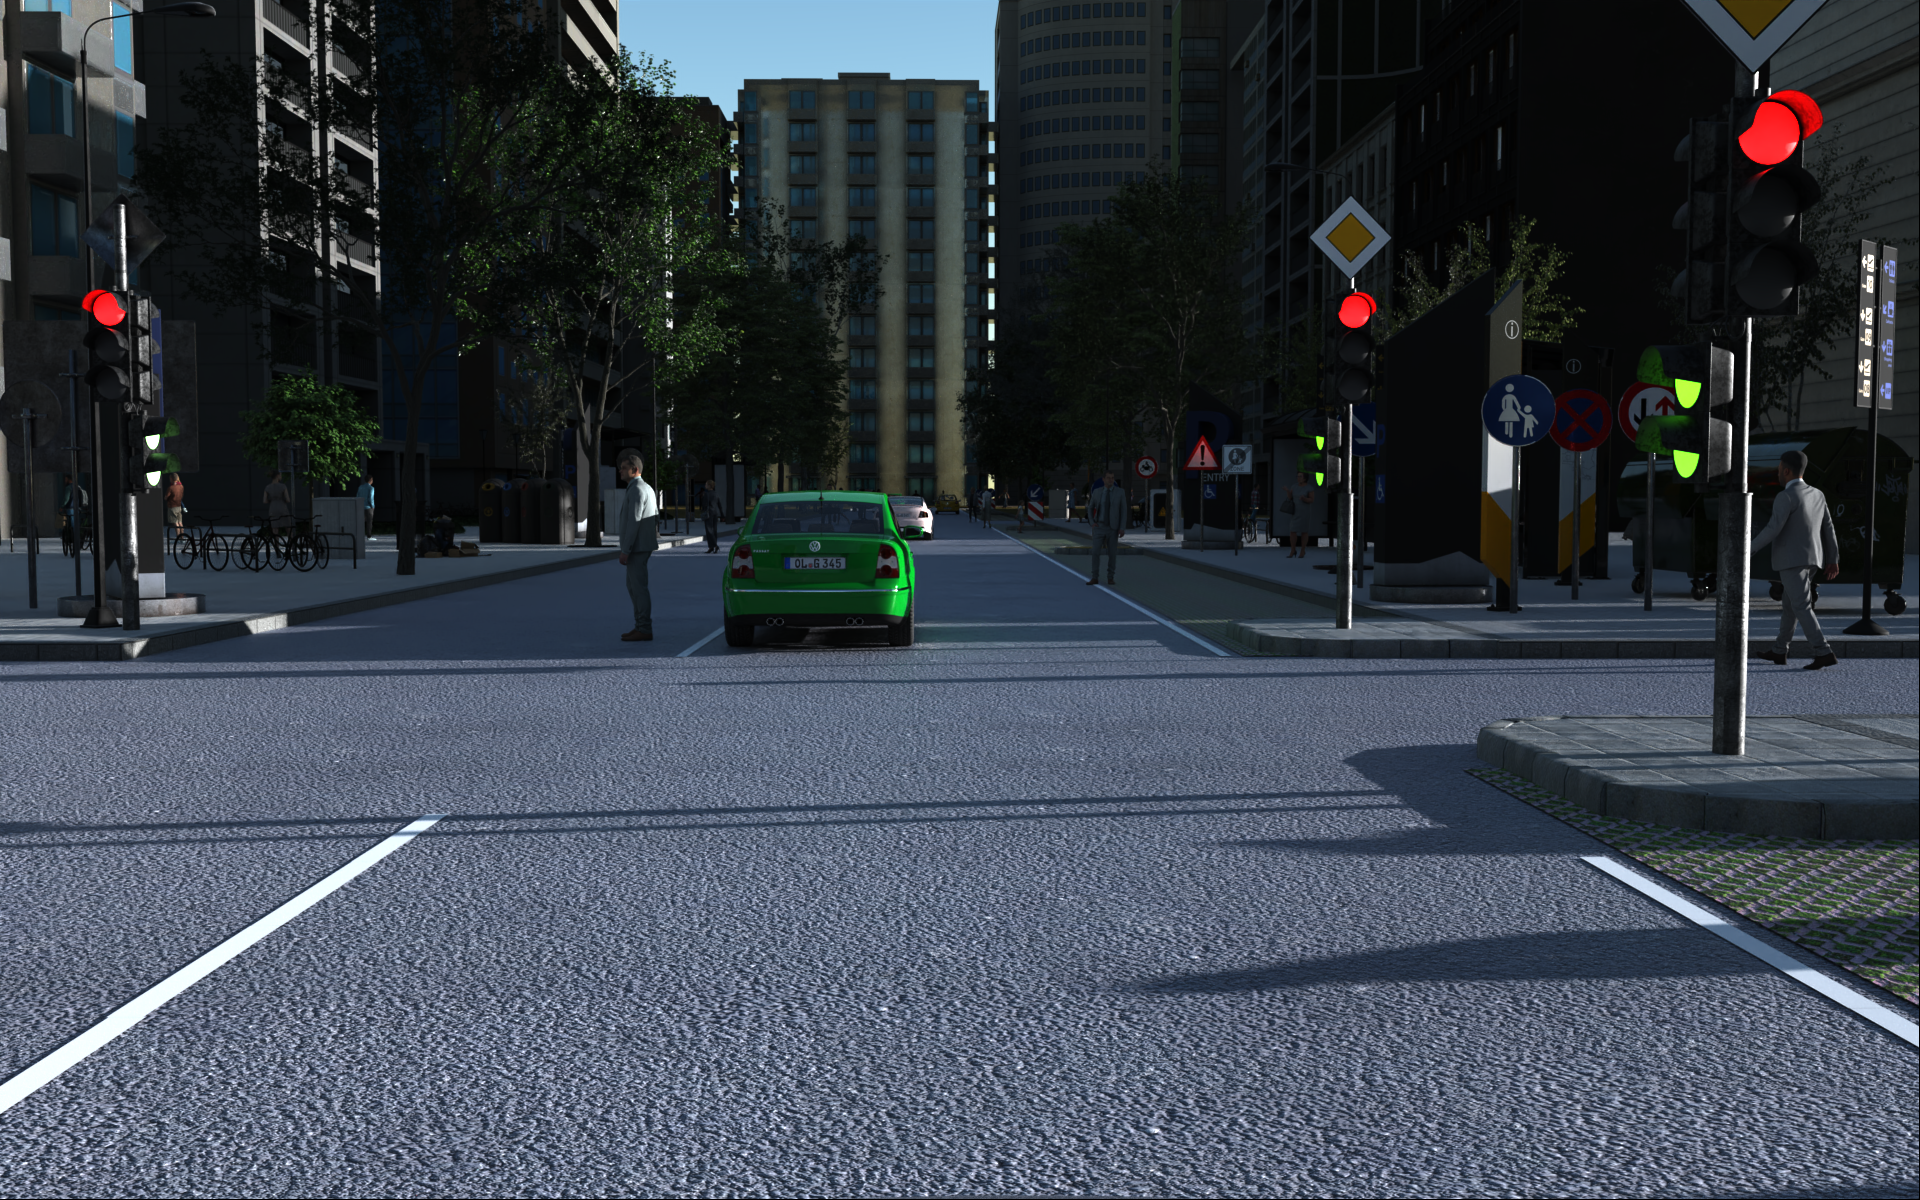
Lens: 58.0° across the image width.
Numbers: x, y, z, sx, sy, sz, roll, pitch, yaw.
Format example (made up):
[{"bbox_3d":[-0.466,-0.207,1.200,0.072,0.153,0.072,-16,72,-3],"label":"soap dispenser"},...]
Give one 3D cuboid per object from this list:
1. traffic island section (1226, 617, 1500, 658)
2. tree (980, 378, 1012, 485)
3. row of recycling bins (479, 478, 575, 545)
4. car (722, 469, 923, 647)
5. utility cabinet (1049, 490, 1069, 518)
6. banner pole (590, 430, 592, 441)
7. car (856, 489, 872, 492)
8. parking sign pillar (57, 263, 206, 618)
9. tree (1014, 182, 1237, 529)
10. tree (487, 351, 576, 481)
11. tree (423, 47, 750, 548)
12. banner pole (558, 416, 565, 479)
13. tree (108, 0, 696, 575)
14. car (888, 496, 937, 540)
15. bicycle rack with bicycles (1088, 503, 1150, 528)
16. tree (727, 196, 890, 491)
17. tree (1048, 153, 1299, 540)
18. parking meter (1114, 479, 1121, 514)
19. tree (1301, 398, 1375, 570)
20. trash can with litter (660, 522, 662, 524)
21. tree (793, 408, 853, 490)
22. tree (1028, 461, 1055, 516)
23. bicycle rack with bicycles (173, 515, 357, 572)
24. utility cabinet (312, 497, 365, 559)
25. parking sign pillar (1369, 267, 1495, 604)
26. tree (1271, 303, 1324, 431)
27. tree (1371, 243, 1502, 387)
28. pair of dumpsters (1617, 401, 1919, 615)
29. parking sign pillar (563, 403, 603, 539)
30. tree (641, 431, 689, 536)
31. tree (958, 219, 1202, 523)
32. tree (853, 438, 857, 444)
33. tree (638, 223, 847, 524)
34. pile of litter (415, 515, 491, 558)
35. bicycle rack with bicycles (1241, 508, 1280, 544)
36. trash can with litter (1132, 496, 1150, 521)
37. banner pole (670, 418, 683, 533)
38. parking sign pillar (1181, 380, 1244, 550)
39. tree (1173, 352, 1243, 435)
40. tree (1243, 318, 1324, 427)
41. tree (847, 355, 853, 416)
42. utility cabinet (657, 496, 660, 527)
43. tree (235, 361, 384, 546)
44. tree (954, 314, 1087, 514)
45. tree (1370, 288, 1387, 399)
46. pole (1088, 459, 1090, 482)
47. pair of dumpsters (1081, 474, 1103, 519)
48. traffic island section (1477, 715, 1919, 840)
[{"bbox_3d":[3.691,0.350,16.562,2.009,0.180,2.903,0,4,-1],"label":"traffic island section"},{"bbox_3d":[5.021,-13.423,137.586,7.486,12.596,7.792,0,3,0],"label":"tree"},{"bbox_3d":[-11.302,-2.327,45.163,3.534,1.692,1.069,3,5,40],"label":"row of recycling bins"},{"bbox_3d":[-1.352,-0.542,17.665,1.959,1.807,4.718,0,4,-1],"label":"car"},{"bbox_3d":[5.185,-5.018,90.719,0.318,1.500,1.173,-3,5,-44],"label":"utility cabinet"},{"bbox_3d":[-12.670,-4.251,59.527,0.863,3.779,0.401,-2,4,-30],"label":"banner pole"},{"bbox_3d":[-7.753,-8.122,141.459,2.281,1.827,5.304,0,4,-2],"label":"car"},{"bbox_3d":[-8.895,-1.837,18.509,1.447,3.967,1.447,-2,4,-35],"label":"parking sign pillar"},{"bbox_3d":[6.290,-8.860,62.986,7.486,12.596,7.792,0,3,0],"label":"tree"},{"bbox_3d":[-21.096,-8.319,86.376,4.360,8.622,3.978,0,3,0],"label":"tree"},{"bbox_3d":[-8.899,-7.072,41.390,9.928,11.665,9.643,0,3,0],"label":"tree"},{"bbox_3d":[-12.810,-4.022,55.770,0.401,3.779,0.863,-2,4,-27],"label":"banner pole"},{"bbox_3d":[-8.667,-5.657,26.899,8.767,10.594,7.601,-2,4,-28],"label":"tree"},{"bbox_3d":[-1.779,-2.614,55.102,2.083,1.381,4.827,0,3,0],"label":"car"},{"bbox_3d":[6.686,-3.267,66.799,2.852,0.926,2.925,-2,4,-32],"label":"bicycle rack with bicycles"},{"bbox_3d":[-11.685,-15.712,112.786,12.611,20.169,13.585,0,3,0],"label":"tree"},{"bbox_3d":[5.648,-6.974,48.432,7.601,10.594,8.767,-3,4,-38],"label":"tree"},{"bbox_3d":[6.162,-3.858,68.791,0.255,1.863,0.399,-3,5,-44],"label":"parking meter"},{"bbox_3d":[6.524,-2.128,29.401,1.663,3.219,1.824,0,3,0],"label":"tree"},{"bbox_3d":[-13.375,-3.900,74.815,1.678,1.210,2.233,0,4,8],"label":"trash can with litter"},{"bbox_3d":[-11.062,-10.915,128.823,4.737,8.622,4.395,0,3,0],"label":"tree"},{"bbox_3d":[4.413,-6.464,100.290,1.663,3.219,1.824,0,3,0],"label":"tree"},{"bbox_3d":[-11.581,-0.978,29.369,2.925,0.926,2.852,3,5,41],"label":"bicycle rack with bicycles"},{"bbox_3d":[-12.292,-1.412,34.255,1.020,1.237,0.306,1,4,17],"label":"utility cabinet"},{"bbox_3d":[5.682,-1.977,20.793,1.447,3.967,1.447,0,4,-5],"label":"parking sign pillar"},{"bbox_3d":[13.812,-7.085,66.199,4.737,8.622,4.395,0,3,0],"label":"tree"},{"bbox_3d":[13.795,-6.122,50.457,4.360,8.622,3.978,0,3,0],"label":"tree"},{"bbox_3d":[9.322,-1.088,20.277,1.574,2.255,4.437,0,4,-1],"label":"pair of dumpsters"},{"bbox_3d":[-11.167,-3.796,50.535,1.447,3.967,1.447,0,4,5],"label":"parking sign pillar"},{"bbox_3d":[-9.283,-3.591,53.318,1.663,3.219,1.824,0,3,0],"label":"tree"},{"bbox_3d":[5.863,-10.205,77.220,12.009,13.543,11.850,0,3,0],"label":"tree"},{"bbox_3d":[-10.982,-12.156,149.110,4.737,8.622,4.395,0,3,0],"label":"tree"},{"bbox_3d":[-10.160,-9.486,73.226,7.486,12.596,7.792,0,3,0],"label":"tree"},{"bbox_3d":[-10.383,-1.315,35.466,1.719,0.858,1.176,-3,4,-36],"label":"pile of litter"},{"bbox_3d":[7.136,-1.961,45.446,2.852,0.926,2.925,0,4,2],"label":"bicycle rack with bicycles"},{"bbox_3d":[8.776,-4.412,83.527,1.055,1.170,0.624,-3,4,-37],"label":"trash can with litter"},{"bbox_3d":[-9.460,-4.118,57.353,0.401,3.779,0.863,-2,4,-26],"label":"banner pole"},{"bbox_3d":[5.907,-3.178,40.439,1.447,3.967,1.447,2,4,32],"label":"parking sign pillar"},{"bbox_3d":[12.575,-8.448,88.482,4.360,8.622,3.978,0,3,0],"label":"tree"},{"bbox_3d":[14.948,-7.477,72.615,4.360,8.622,3.978,0,3,0],"label":"tree"},{"bbox_3d":[-9.147,-10.643,92.135,7.486,12.596,7.792,0,3,0],"label":"tree"},{"bbox_3d":[-12.230,-3.505,68.474,0.306,1.237,1.020,-3,4,-39],"label":"utility cabinet"},{"bbox_3d":[-16.065,-3.620,42.898,4.285,4.588,4.351,0,3,0],"label":"tree"},{"bbox_3d":[4.454,-11.854,110.820,9.611,12.733,9.660,0,3,0],"label":"tree"},{"bbox_3d":[15.056,-6.675,59.494,4.737,8.622,4.395,0,3,0],"label":"tree"},{"bbox_3d":[6.762,-5.893,90.195,0.158,3.312,0.155,0,3,0],"label":"pole"},{"bbox_3d":[7.018,-5.116,86.143,1.574,2.255,4.437,0,4,-1],"label":"pair of dumpsters"},{"bbox_3d":[3.827,0.838,8.578,2.009,0.180,2.903,0,4,-1],"label":"traffic island section"}]
